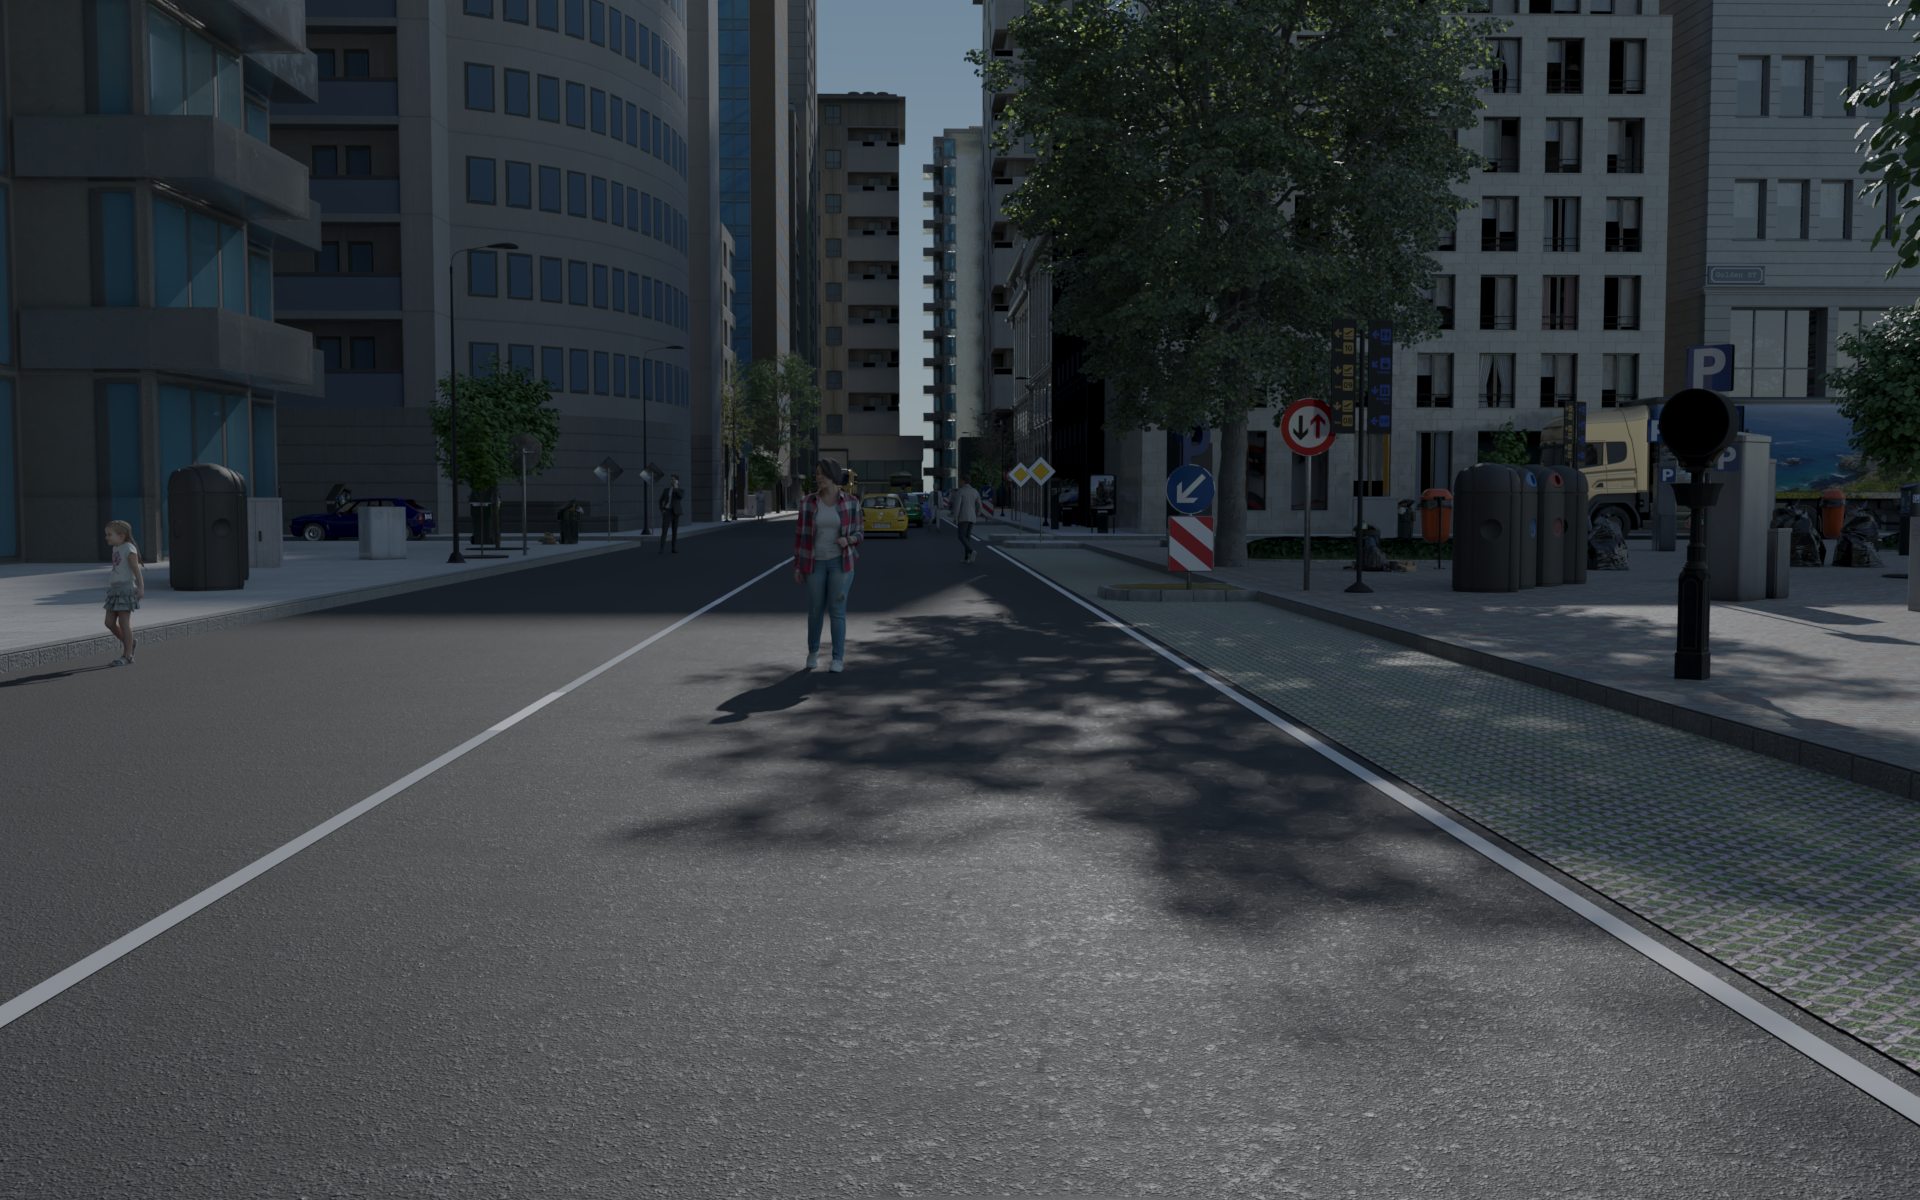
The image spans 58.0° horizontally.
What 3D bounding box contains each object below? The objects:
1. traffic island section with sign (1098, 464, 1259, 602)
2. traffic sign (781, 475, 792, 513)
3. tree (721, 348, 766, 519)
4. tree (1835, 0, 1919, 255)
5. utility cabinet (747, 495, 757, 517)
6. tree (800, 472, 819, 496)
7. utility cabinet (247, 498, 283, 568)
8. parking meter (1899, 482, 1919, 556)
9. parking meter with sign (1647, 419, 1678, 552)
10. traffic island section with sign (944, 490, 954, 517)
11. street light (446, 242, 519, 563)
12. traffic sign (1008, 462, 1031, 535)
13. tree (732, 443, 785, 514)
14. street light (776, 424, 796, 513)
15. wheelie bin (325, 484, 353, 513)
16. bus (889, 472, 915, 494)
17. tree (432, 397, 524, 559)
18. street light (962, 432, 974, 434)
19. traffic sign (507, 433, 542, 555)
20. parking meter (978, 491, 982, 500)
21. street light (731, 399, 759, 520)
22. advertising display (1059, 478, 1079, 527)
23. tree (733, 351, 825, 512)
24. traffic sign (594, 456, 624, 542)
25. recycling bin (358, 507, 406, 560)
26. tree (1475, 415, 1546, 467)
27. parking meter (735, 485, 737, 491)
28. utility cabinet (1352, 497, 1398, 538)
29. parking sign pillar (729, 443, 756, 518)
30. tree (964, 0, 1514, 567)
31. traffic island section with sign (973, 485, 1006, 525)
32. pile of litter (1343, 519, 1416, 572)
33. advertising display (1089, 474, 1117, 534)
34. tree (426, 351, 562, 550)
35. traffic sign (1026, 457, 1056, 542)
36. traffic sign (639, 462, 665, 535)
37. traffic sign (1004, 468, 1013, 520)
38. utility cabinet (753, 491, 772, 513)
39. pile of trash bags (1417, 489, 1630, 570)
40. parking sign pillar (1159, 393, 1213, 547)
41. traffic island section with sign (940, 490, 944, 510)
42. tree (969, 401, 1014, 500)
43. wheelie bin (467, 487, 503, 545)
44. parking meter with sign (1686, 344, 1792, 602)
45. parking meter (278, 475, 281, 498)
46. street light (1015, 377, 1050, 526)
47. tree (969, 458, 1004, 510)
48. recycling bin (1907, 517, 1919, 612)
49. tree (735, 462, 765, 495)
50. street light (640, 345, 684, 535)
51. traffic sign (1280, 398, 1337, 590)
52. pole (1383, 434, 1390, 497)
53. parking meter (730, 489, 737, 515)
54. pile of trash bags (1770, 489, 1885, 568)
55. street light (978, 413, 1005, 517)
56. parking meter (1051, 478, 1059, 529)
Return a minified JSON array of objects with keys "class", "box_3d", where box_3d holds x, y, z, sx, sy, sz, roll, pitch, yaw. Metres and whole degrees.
[{"class":"traffic island section with sign","box_3d":[2.935,-0.928,23.807,1.989,1.847,2.006,0,4,-2]},{"class":"traffic sign","box_3d":[-11.772,-7.185,117.576,0.768,2.556,0.104,0,4,-1]},{"class":"tree","box_3d":[-11.874,-8.396,87.629,4.360,8.622,3.978,0,3,0]},{"class":"tree","box_3d":[5.666,-1.456,7.518,4.285,4.588,4.351,0,3,0]},{"class":"utility cabinet","box_3d":[-12.056,-5.351,98.647,1.020,1.237,0.306,-3,5,-41]},{"class":"tree","box_3d":[-13.142,-9.555,150.830,1.663,3.219,1.824,0,3,0]},{"class":"utility cabinet","box_3d":[-12.331,-1.157,30.086,1.020,1.237,0.306,-1,4,-10]},{"class":"parking meter","box_3d":[19.832,-1.697,36.161,0.372,1.533,0.369,0,3,0]},{"class":"parking meter with sign","box_3d":[16.010,-2.638,39.387,0.543,3.016,1.738,1,4,13]},{"class":"traffic island section with sign","box_3d":[0.201,-6.020,107.062,1.989,1.847,2.006,0,4,-2]},{"class":"street light","box_3d":[-8.840,-3.642,32.090,1.470,5.913,1.316,0,4,-2]},{"class":"traffic sign","box_3d":[1.900,-3.101,54.346,0.795,2.450,0.064,0,4,-2]},{"class":"tree","box_3d":[-12.916,-7.789,111.070,4.285,4.588,4.351,0,3,0]},{"class":"street light","box_3d":[-11.547,-8.704,114.853,1.470,5.913,1.316,0,4,-2]},{"class":"wheelie bin","box_3d":[-19.093,-2.778,53.336,0.980,1.594,0.693,3,5,42]},{"class":"bus","box_3d":[-6.422,-12.206,191.114,2.896,3.916,12.252,0,4,-1]},{"class":"tree","box_3d":[-9.727,-2.450,34.665,1.663,3.219,1.824,0,3,0]},{"class":"street light","box_3d":[0.846,-9.590,129.332,1.470,5.913,1.316,0,4,-2]},{"class":"traffic sign","box_3d":[-9.120,-2.209,36.227,0.768,2.556,0.104,0,3,0]},{"class":"parking meter","box_3d":[1.399,-7.108,124.618,0.372,1.533,0.369,0,3,0]},{"class":"street light","box_3d":[-10.487,-6.849,84.514,1.470,5.913,1.316,0,4,-2]},{"class":"advertising display","box_3d":[4.213,-3.854,68.227,0.974,1.923,0.123,0,4,-8]},{"class":"tree","box_3d":[-13.300,-12.164,124.642,9.928,11.665,9.643,0,3,0]},{"class":"traffic sign","box_3d":[-9.326,-2.591,46.009,0.795,2.450,0.064,0,4,-2]},{"class":"recycling bin","box_3d":[-11.384,-1.320,34.128,0.722,1.027,0.722,-3,4,-37]},{"class":"tree","box_3d":[13.385,-2.893,41.895,1.663,3.219,1.824,0,3,0]},{"class":"parking meter","box_3d":[-13.728,-6.160,106.421,0.399,1.863,0.255,1,4,13]},{"class":"utility cabinet","box_3d":[9.637,-1.778,40.225,1.020,1.237,0.306,1,4,14]},{"class":"parking sign pillar","box_3d":[-11.649,-6.372,92.662,1.447,3.967,1.447,0,4,1]},{"class":"tree","box_3d":[4.796,-7.573,30.481,9.857,13.997,8.962,0,3,0]},{"class":"traffic island section with sign","box_3d":[1.092,-4.357,79.869,1.989,1.847,2.006,0,4,-2]},{"class":"pile of litter","box_3d":[7.085,-0.931,29.195,1.176,0.858,1.719,0,4,6]},{"class":"advertising display","box_3d":[4.660,-3.135,56.472,0.974,1.923,0.123,3,4,38]},{"class":"tree","box_3d":[-10.689,-3.444,40.016,4.285,4.588,4.351,0,3,0]},{"class":"traffic sign","box_3d":[2.162,-2.613,46.365,0.795,2.450,0.064,0,4,-2]},{"class":"traffic sign","box_3d":[-9.589,-3.079,53.990,0.795,2.450,0.064,0,4,-2]},{"class":"traffic sign","box_3d":[2.570,-5.229,85.597,0.768,2.556,0.104,0,4,-2]},{"class":"utility cabinet","box_3d":[-13.091,-6.490,114.796,1.173,1.500,0.318,-2,4,-26]},{"class":"pile of trash bags","box_3d":[9.616,-1.230,29.865,3.447,1.369,1.912,0,3,0]},{"class":"parking sign pillar","box_3d":[5.583,-3.279,42.085,1.447,3.967,1.447,-3,5,-45]},{"class":"traffic island section with sign","box_3d":[-2.299,-10.676,183.178,1.989,1.847,2.006,0,4,-2]},{"class":"tree","box_3d":[2.486,-11.336,135.702,4.360,8.622,3.978,0,3,0]},{"class":"wheelie bin","box_3d":[-12.071,-2.211,44.056,0.980,1.594,0.693,1,4,12]},{"class":"parking meter with sign","box_3d":[9.427,-1.505,20.868,1.738,3.016,0.543,-3,4,-39]},{"class":"parking meter","box_3d":[-17.712,-2.380,44.629,0.399,1.863,0.255,-1,4,-12]},{"class":"street light","box_3d":[2.870,-5.878,68.651,1.470,5.913,1.316,0,4,-2]},{"class":"tree","box_3d":[2.169,-9.752,143.154,4.285,4.588,4.351,0,3,0]},{"class":"recycling bin","box_3d":[10.780,-0.376,18.708,0.722,1.027,0.722,0,4,2]},{"class":"tree","box_3d":[-12.344,-6.578,102.153,1.663,3.219,1.824,0,3,0]},{"class":"street light","box_3d":[-9.313,-4.993,54.179,1.470,5.913,1.316,0,4,-2]},{"class":"traffic sign","box_3d":[4.624,-1.402,23.032,0.768,2.556,0.104,0,4,0]},{"class":"pole","box_3d":[13.624,-3.765,55.398,0.158,3.312,0.155,0,3,0]},{"class":"parking meter","box_3d":[-12.529,-5.340,95.719,0.372,1.533,0.369,0,3,0]},{"class":"pile of trash bags","box_3d":[15.899,-1.344,31.724,1.912,1.369,3.447,2,4,29]},{"class":"street light","box_3d":[1.896,-7.734,98.993,1.470,5.913,1.316,0,4,-2]},{"class":"parking meter","box_3d":[3.448,-3.495,62.855,0.255,1.863,0.399,1,4,12]}]
